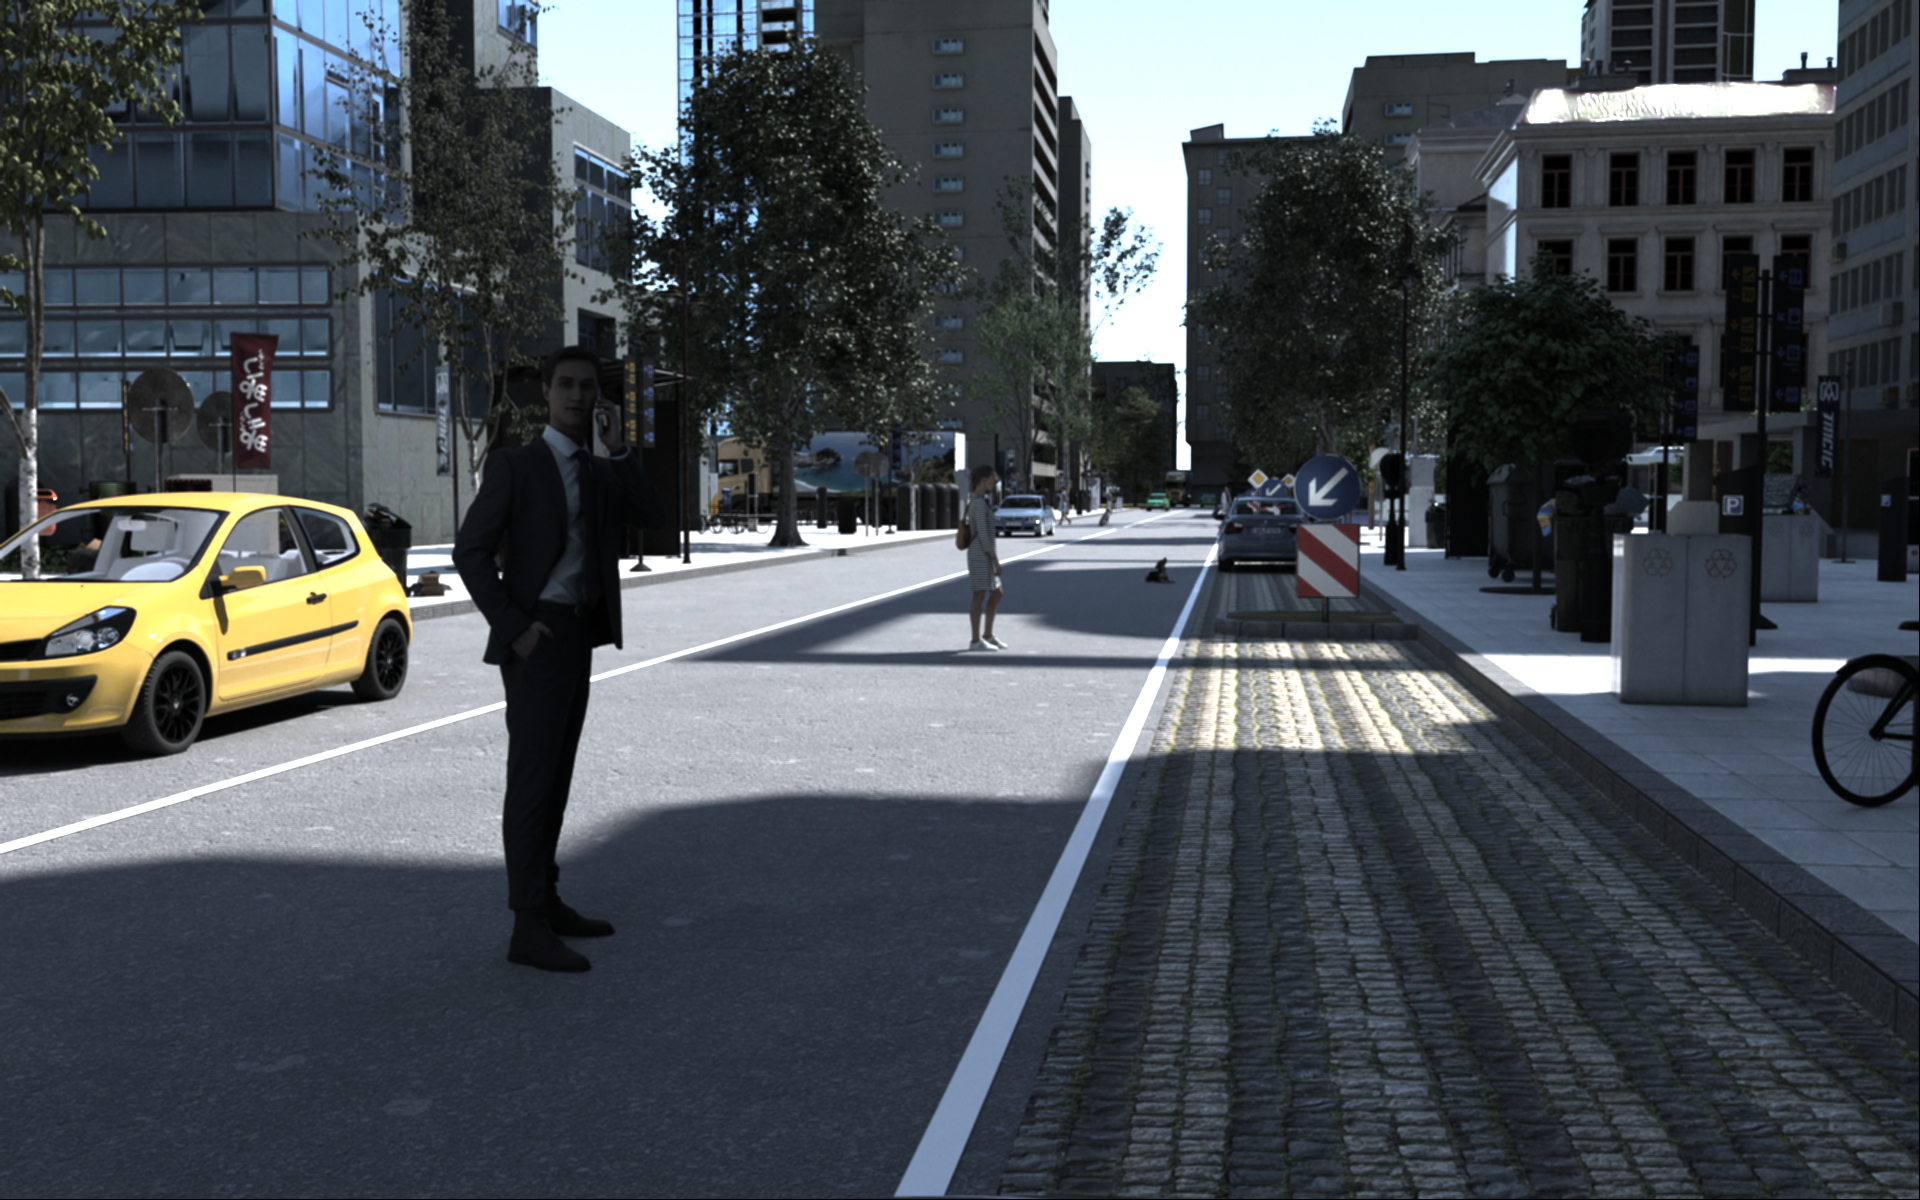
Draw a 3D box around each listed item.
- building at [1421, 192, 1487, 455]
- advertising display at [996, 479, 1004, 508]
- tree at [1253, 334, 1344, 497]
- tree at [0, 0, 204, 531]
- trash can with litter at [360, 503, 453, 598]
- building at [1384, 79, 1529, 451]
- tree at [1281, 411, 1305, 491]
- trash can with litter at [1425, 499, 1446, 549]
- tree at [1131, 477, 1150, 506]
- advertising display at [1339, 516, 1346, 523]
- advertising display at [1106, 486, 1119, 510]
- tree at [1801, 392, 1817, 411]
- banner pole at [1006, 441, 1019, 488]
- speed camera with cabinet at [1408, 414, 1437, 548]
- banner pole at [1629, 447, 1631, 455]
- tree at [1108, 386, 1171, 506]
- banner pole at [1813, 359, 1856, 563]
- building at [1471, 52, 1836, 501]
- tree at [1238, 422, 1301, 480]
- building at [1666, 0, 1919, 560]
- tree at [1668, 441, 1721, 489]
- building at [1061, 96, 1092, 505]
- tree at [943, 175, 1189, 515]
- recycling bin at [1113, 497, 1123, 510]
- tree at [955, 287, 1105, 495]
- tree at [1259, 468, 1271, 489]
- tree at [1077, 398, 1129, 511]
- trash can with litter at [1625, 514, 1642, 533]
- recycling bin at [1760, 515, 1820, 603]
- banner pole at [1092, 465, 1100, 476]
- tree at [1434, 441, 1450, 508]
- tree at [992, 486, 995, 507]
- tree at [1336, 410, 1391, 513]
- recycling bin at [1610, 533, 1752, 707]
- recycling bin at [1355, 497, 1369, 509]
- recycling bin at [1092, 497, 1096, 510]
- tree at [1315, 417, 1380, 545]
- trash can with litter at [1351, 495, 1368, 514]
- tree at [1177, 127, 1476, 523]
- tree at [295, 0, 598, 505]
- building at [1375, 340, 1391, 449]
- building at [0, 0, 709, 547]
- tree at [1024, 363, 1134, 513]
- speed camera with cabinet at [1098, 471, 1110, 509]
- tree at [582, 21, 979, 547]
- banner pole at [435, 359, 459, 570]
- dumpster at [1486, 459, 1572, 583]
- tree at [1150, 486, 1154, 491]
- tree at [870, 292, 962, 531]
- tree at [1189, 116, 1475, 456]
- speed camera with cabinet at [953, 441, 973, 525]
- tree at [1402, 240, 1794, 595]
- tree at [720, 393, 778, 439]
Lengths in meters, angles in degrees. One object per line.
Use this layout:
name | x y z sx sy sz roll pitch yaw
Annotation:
building | 32.677 -14.460 101.052 10.561 19.102 19.286 1 4 9
advertising display | 1.760 -4.350 76.341 0.123 1.923 0.974 -1 4 -13
tree | 20.275 -10.988 105.414 9.928 11.665 9.643 0 3 0
tree | -8.243 -3.934 14.687 4.737 8.622 4.395 0 3 0
trash can with litter | -6.946 -0.626 21.625 1.055 1.170 0.624 -3 5 -43
building | 37.225 -20.471 120.604 13.634 28.700 20.117 1 4 9
tree | 25.146 -11.054 131.088 4.737 8.622 4.395 0 3 0
trash can with litter | 11.371 -1.773 40.373 1.055 1.170 0.624 1 4 18
tree | 19.722 -12.043 191.509 1.663 3.219 1.824 0 3 0
advertising display | 14.235 -3.680 65.374 0.123 1.923 0.974 -3 4 -36
advertising display | 12.052 -8.124 138.038 0.974 1.923 0.123 3 5 41
tree | 26.428 -4.353 54.879 4.285 4.588 4.351 0 3 0
banner pole | 2.536 -5.629 82.044 0.863 3.779 0.401 -3 4 -36
speed camera with cabinet | 11.282 -2.930 42.234 0.660 3.252 2.038 1 4 16
banner pole | 30.117 -5.404 78.373 0.863 3.779 0.401 -1 4 -21
tree | 18.813 -16.178 182.640 7.486 12.596 7.792 0 3 0
banner pole | 16.287 -2.582 32.233 0.863 3.779 0.401 0 4 -7
building | 36.505 -15.190 84.516 21.152 22.565 11.583 1 4 9
tree | 28.657 -14.597 156.792 7.486 12.596 7.792 0 3 0
building | 34.177 -21.131 37.372 32.217 40.220 23.993 1 4 9
tree | 22.812 -3.624 53.857 1.663 3.219 1.824 0 3 0
building | 4.500 -35.828 209.481 21.600 48.544 21.300 1 4 9
tree | 4.988 -15.218 104.701 12.611 20.169 13.585 0 3 0
recycling bin | 12.990 -7.999 143.339 0.722 1.027 0.722 -1 4 -18
tree | 3.436 -9.906 87.720 9.928 11.665 9.643 0 3 0
tree | 33.679 -12.571 189.250 4.285 4.588 4.351 0 3 0
tree | 10.527 -11.094 131.741 4.737 8.622 4.395 0 3 0
trash can with litter | 12.169 -1.284 32.374 1.055 1.170 0.624 -2 4 -32
recycling bin | 9.806 -0.505 20.806 0.722 1.027 0.722 0 4 1
banner pole | 11.830 -9.798 150.209 0.863 3.779 0.401 2 4 24
tree | 17.351 -4.120 61.969 1.663 3.219 1.824 0 3 0
tree | 2.776 -8.909 140.270 1.663 3.219 1.824 0 3 0
tree | 26.412 -10.056 114.770 4.737 8.622 4.395 0 3 0
recycling bin | 4.483 0.107 10.809 0.722 1.027 0.722 1 4 15
recycling bin | 34.191 -8.223 146.992 0.722 1.027 0.722 -2 4 -25
recycling bin | 10.417 -7.713 138.654 0.722 1.027 0.722 -1 4 -18
tree | 10.044 -3.019 43.961 1.663 3.219 1.824 0 3 0
trash can with litter | 25.213 -6.050 109.974 2.233 1.210 1.678 1 4 23
tree | 11.743 -8.422 54.701 9.611 12.733 9.660 0 3 0
tree | -6.835 -4.501 23.955 4.360 8.622 3.978 0 3 0
building | 40.184 -18.901 138.701 12.332 23.373 15.834 1 4 9
building | -25.863 -45.065 49.487 31.000 86.520 22.319 1 4 9
tree | 8.605 -11.338 119.788 7.601 10.594 8.767 2 4 30
speed camera with cabinet | 11.821 -9.351 147.217 2.038 3.252 0.660 1 4 13
tree | -4.352 -7.680 42.570 9.611 12.733 9.660 0 3 0
banner pole | -8.761 -2.424 29.654 0.401 3.779 0.863 -3 5 -45
dumpster | 8.553 -1.216 25.636 1.264 1.857 1.865 1 4 9
tree | 23.041 -13.448 214.478 1.663 3.219 1.824 0 3 0
tree | -1.768 -6.663 59.299 4.360 8.622 3.978 0 3 0
tree | 18.684 -14.012 84.993 12.611 20.169 13.585 0 3 0
speed camera with cabinet | -0.028 -4.341 65.307 0.660 3.252 2.038 0 4 -5
tree | 7.514 -2.381 22.639 4.285 4.588 4.351 0 3 0
tree | -10.959 -8.649 91.769 4.737 8.622 4.395 0 3 0
